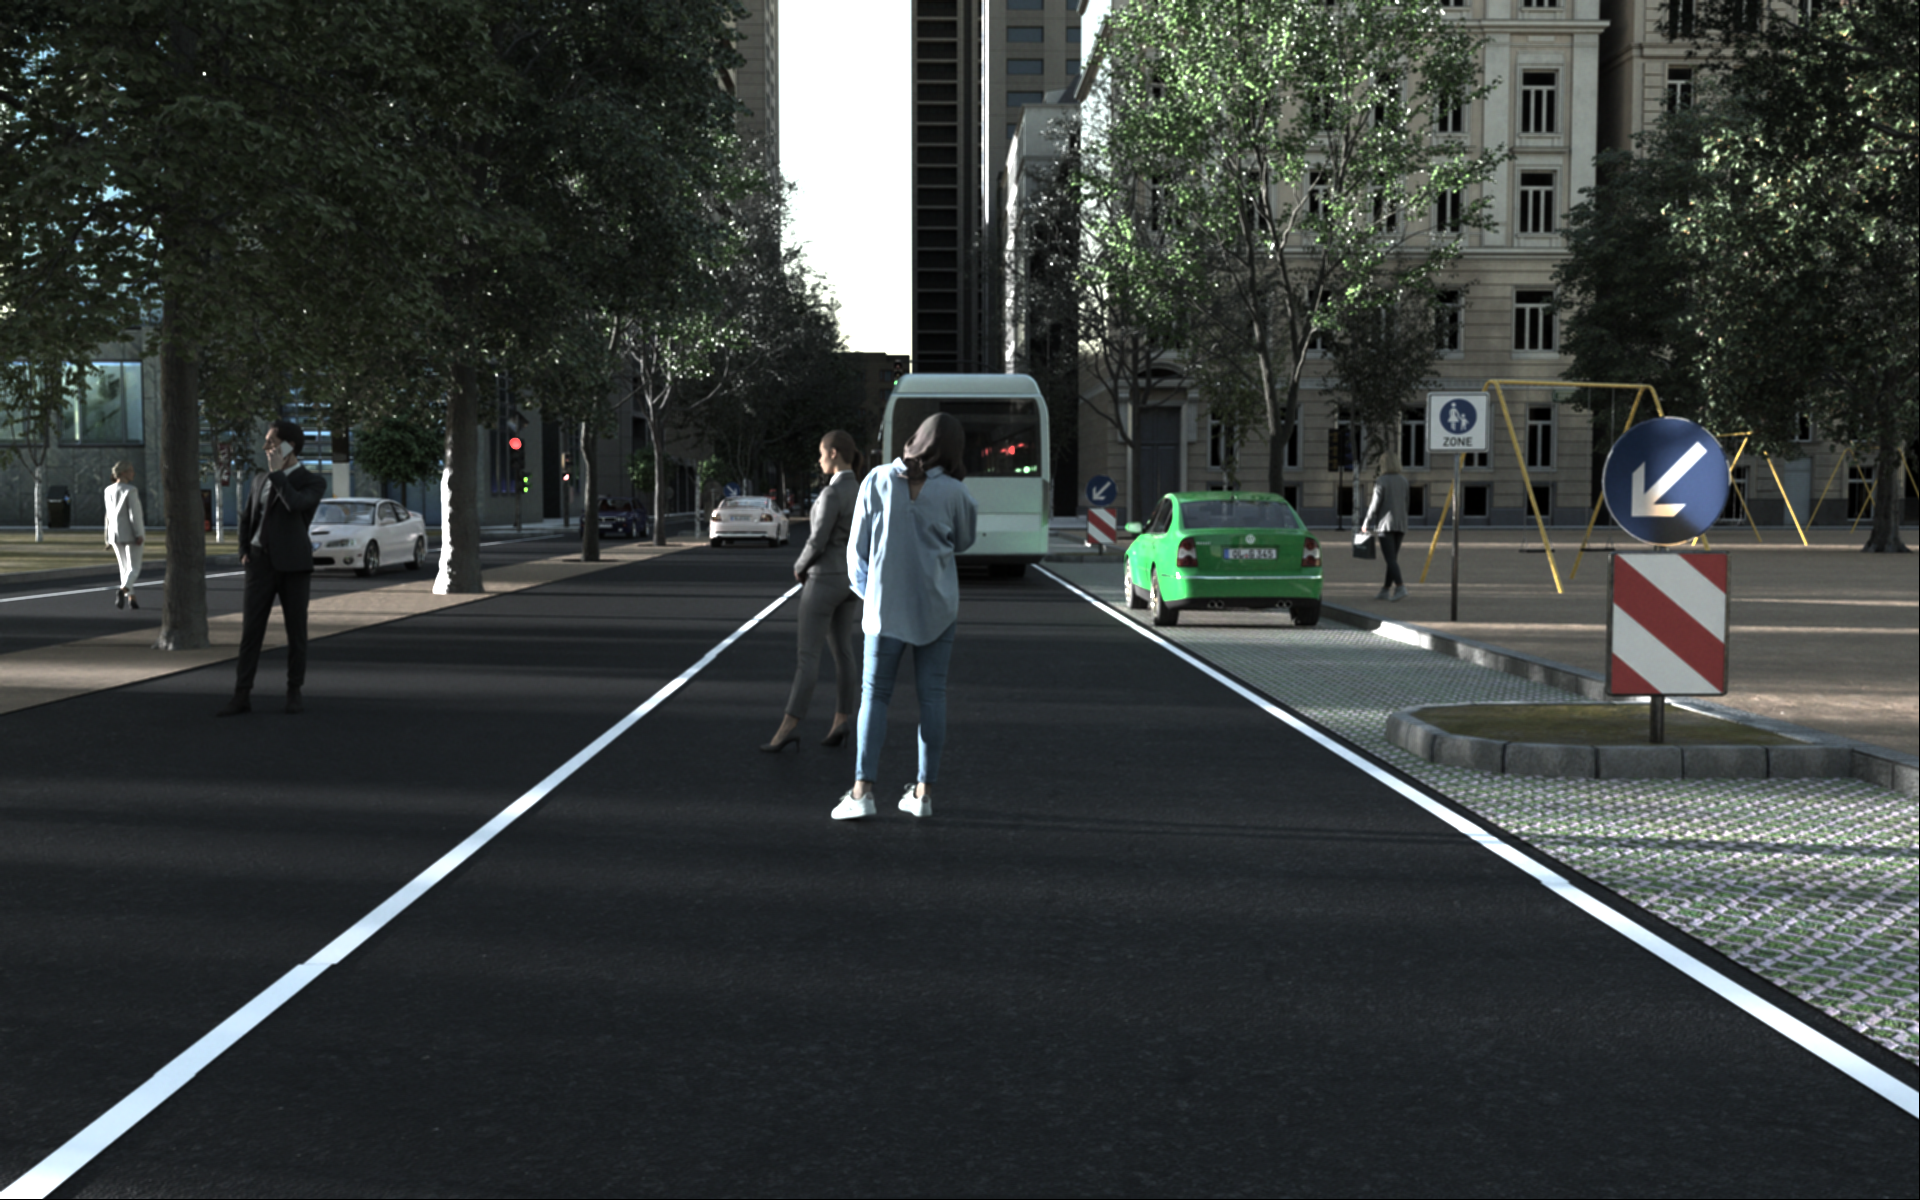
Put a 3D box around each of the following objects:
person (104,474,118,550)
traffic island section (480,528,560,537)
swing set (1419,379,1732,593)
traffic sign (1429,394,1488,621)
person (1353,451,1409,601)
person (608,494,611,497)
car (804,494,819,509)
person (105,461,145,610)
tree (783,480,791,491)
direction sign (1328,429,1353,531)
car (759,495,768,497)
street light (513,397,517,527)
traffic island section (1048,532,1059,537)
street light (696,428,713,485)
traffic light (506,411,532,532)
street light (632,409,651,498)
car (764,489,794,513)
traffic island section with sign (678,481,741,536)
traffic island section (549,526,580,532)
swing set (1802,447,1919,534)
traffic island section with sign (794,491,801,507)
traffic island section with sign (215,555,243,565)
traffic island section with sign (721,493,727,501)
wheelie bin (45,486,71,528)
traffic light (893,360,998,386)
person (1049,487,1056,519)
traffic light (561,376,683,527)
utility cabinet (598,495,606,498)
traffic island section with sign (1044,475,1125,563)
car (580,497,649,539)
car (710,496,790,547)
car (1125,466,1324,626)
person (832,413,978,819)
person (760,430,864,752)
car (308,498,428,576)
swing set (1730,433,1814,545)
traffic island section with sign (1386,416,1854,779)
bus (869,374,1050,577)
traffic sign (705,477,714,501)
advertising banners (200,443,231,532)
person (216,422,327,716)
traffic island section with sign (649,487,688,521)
[{"bbox_3d":[-19.464,-2.038,39.915,0.519,1.759,0.362,-3,5,-39],"label":"person"},{"bbox_3d":[-14.984,-2.232,58.777,2.009,0.180,2.903,0,4,-1],"label":"traffic island section"},{"bbox_3d":[8.419,-1.626,24.208,3.119,2.851,2.862,-2,4,-24],"label":"swing set"},{"bbox_3d":[4.997,-0.937,17.451,0.606,2.300,0.079,0,4,6],"label":"traffic sign"},{"bbox_3d":[5.114,-0.891,20.799,0.709,1.800,0.728,-1,4,-23],"label":"person"},{"bbox_3d":[-18.147,-4.864,89.820,0.306,1.304,0.590,-2,4,-33],"label":"person"},{"bbox_3d":[-14.228,-9.491,167.178,2.014,1.417,4.499,0,4,-1],"label":"car"},{"bbox_3d":[-10.282,-0.790,21.298,0.514,1.842,0.818,0,4,-1],"label":"person"},{"bbox_3d":[-20.422,-12.711,202.422,1.663,3.219,1.824,0,3,0],"label":"tree"},{"bbox_3d":[13.249,-4.173,60.223,0.876,3.537,0.379,1,4,19],"label":"direction sign"},{"bbox_3d":[-17.063,-8.395,149.834,1.945,1.354,3.894,0,4,-2],"label":"car"},{"bbox_3d":[-16.583,-5.766,66.811,1.470,5.913,1.316,0,4,-1],"label":"street light"},{"bbox_3d":[2.252,-2.258,59.196,2.009,0.180,2.903,0,4,-1],"label":"traffic island section"},{"bbox_3d":[-17.989,-9.135,121.901,1.470,5.913,1.316,0,4,-1],"label":"street light"},{"bbox_3d":[-14.944,-4.264,58.643,0.839,4.253,0.868,0,4,-1],"label":"traffic light"},{"bbox_3d":[-17.308,-7.459,94.495,1.470,5.913,1.316,0,4,-1],"label":"street light"},{"bbox_3d":[-13.776,-7.555,132.203,2.281,1.827,5.304,0,4,-3],"label":"car"},{"bbox_3d":[-8.511,-3.121,59.170,2.006,1.907,1.989,0,4,-1],"label":"traffic island section with sign"},{"bbox_3d":[-15.181,-2.720,66.760,2.009,0.180,2.903,0,4,-1],"label":"traffic island section"},{"bbox_3d":[30.500,-3.688,57.915,2.862,2.851,3.119,0,4,-2],"label":"swing set"},{"bbox_3d":[-18.057,-11.471,196.184,1.989,1.847,2.006,0,4,-1],"label":"traffic island section with sign"},{"bbox_3d":[-14.092,-1.671,35.950,1.989,1.847,2.006,0,4,-1],"label":"traffic island section with sign"},{"bbox_3d":[-16.153,-6.767,119.266,1.989,1.847,2.006,0,4,-1],"label":"traffic island section with sign"},{"bbox_3d":[-34.051,-3.518,65.431,0.980,1.594,0.693,0,4,-2],"label":"wheelie bin"},{"bbox_3d":[0.123,-5.151,58.888,4.771,5.953,1.251,0,4,-1],"label":"traffic light"},{"bbox_3d":[4.577,-5.192,90.903,0.822,1.834,0.622,3,4,36],"label":"person"},{"bbox_3d":[-13.052,-5.630,66.712,4.771,5.953,1.251,0,4,-1],"label":"traffic light"},{"bbox_3d":[-17.207,-4.381,82.792,0.306,1.237,1.020,0,4,8],"label":"utility cabinet"},{"bbox_3d":[2.812,-1.719,36.729,1.989,1.847,2.006,0,4,-1],"label":"traffic island section with sign"},{"bbox_3d":[-11.291,-2.694,56.630,1.945,1.354,3.894,0,4,-1],"label":"car"},{"bbox_3d":[-5.802,-2.179,47.989,2.083,1.381,4.827,0,4,0],"label":"car"},{"bbox_3d":[2.968,-0.691,20.101,1.959,1.807,4.718,0,4,-1],"label":"car"},{"bbox_3d":[-0.242,0.065,7.695,0.793,1.790,0.793,-3,4,-36],"label":"person"},{"bbox_3d":[-0.822,-0.061,9.776,0.573,1.790,0.520,0,4,4],"label":"person"},{"bbox_3d":[-11.174,-1.179,31.637,2.083,1.381,4.827,0,4,-1],"label":"car"},{"bbox_3d":[19.930,-2.895,44.953,2.862,2.851,3.119,0,4,3],"label":"swing set"},{"bbox_3d":[3.478,-0.060,9.608,1.989,1.847,2.006,0,4,-1],"label":"traffic island section with sign"},{"bbox_3d":[-0.259,-2.339,33.097,2.948,3.499,13.247,0,4,-3],"label":"bus"},{"bbox_3d":[-18.355,-7.768,127.109,0.768,2.556,0.104,0,3,0],"label":"traffic sign"},{"bbox_3d":[-25.736,-3.834,58.868,2.074,3.025,0.090,0,4,0],"label":"advertising banners"},{"bbox_3d":[-4.477,-0.211,11.308,0.648,1.900,0.474,0,4,5],"label":"person"},{"bbox_3d":[-15.476,-5.083,91.740,1.989,1.847,2.006,0,4,-1],"label":"traffic island section with sign"}]
